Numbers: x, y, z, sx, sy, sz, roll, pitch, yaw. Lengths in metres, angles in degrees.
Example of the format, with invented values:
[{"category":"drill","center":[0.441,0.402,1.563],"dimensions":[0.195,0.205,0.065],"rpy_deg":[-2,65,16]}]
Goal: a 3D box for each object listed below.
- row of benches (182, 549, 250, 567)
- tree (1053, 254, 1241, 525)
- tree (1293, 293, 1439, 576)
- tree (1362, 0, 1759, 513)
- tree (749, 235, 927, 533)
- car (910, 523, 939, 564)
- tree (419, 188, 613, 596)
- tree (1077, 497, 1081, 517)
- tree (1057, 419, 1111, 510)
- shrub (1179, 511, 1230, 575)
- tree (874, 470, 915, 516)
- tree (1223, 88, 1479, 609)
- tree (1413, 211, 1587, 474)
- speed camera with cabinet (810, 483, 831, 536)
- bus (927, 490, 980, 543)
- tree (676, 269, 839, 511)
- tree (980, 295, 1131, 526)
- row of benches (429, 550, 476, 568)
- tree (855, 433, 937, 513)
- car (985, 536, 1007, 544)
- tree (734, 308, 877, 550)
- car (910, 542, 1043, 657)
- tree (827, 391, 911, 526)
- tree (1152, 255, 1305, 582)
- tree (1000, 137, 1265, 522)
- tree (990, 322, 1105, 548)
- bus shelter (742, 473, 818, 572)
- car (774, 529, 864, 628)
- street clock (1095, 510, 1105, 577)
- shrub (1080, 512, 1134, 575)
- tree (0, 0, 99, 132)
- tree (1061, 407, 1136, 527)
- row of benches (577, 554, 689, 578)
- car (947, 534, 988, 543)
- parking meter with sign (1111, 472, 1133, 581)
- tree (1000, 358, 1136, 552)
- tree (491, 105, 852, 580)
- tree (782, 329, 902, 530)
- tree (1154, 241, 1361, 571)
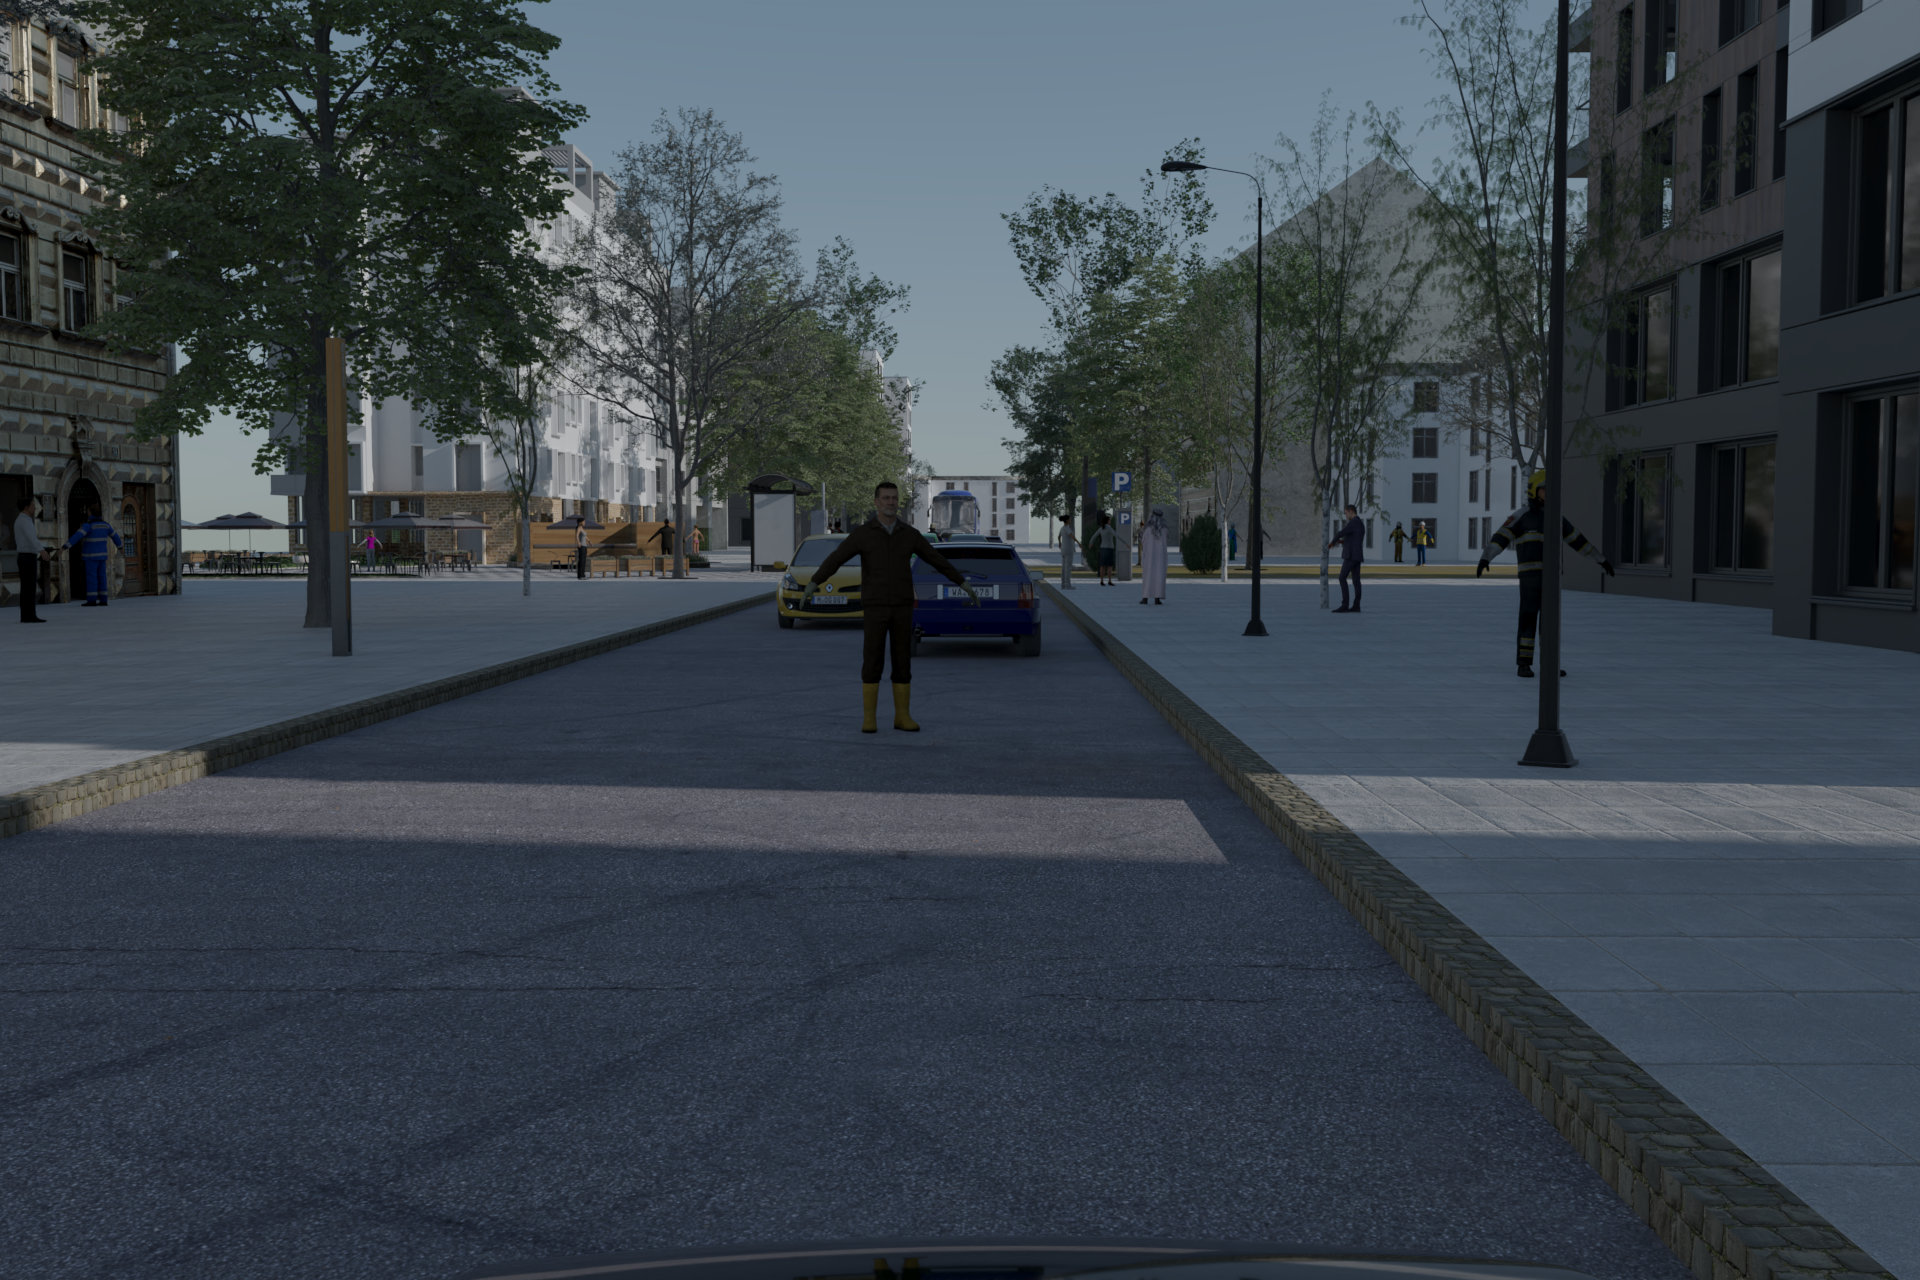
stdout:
[{"category":"row of benches","center":[-29.763,-3.275,69.004],"dimensions":[1.422,0.672,4.104],"rpy_deg":[1,4,11]},{"category":"tree","center":[7.640,-9.302,70.221],"dimensions":[7.486,12.596,7.792],"rpy_deg":[0,3,0]},{"category":"tree","center":[11.852,-6.308,53.497],"dimensions":[4.360,8.622,3.978],"rpy_deg":[0,3,0]},{"category":"tree","center":[6.567,-4.253,19.900],"dimensions":[4.360,8.622,3.978],"rpy_deg":[0,3,0]},{"category":"tree","center":[-8.472,-15.711,112.761],"dimensions":[12.611,20.169,13.585],"rpy_deg":[0,3,0]},{"category":"car","center":[-1.375,-2.772,54.123],"dimensions":[1.959,1.807,4.718],"rpy_deg":[0,4,1]},{"category":"tree","center":[-8.789,-5.228,35.844],"dimensions":[4.360,8.622,3.978],"rpy_deg":[0,3,0]},{"category":"tree","center":[19.091,-18.036,245.247],"dimensions":[4.360,8.622,3.978],"rpy_deg":[0,3,0]},{"category":"tree","center":[8.233,-9.809,110.733],"dimensions":[4.737,8.622,4.395],"rpy_deg":[0,3,0]},{"category":"shrub","center":[7.778,-3.106,55.196],"dimensions":[1.690,2.028,1.600],"rpy_deg":[0,3,0]},{"category":"tree","center":[-6.181,-12.041,147.235],"dimensions":[4.737,8.622,4.395],"rpy_deg":[0,3,0]},{"category":"tree","center":[6.054,-4.847,29.616],"dimensions":[4.360,8.622,3.978],"rpy_deg":[0,3,0]},{"category":"tree","center":[22.250,-9.440,64.721],"dimensions":[12.009,13.543,11.850],"rpy_deg":[0,3,0]},{"category":"speed camera with cabinet","center":[-5.413,-4.457,67.213],"dimensions":[0.660,3.252,2.038],"rpy_deg":[0,4,2]},{"category":"bus","center":[-0.199,-6.642,100.138],"dimensions":[2.896,3.916,12.251],"rpy_deg":[0,4,1]},{"category":"tree","center":[-8.737,-9.538,74.066],"dimensions":[7.486,12.596,7.792],"rpy_deg":[0,3,0]},{"category":"tree","center":[7.922,-17.345,139.477],"dimensions":[12.611,20.169,13.585],"rpy_deg":[0,3,0]},{"category":"row of benches","center":[-19.539,-3.131,66.649],"dimensions":[1.422,0.672,4.104],"rpy_deg":[0,4,1]},{"category":"tree","center":[-6.568,-13.543,155.842],"dimensions":[8.767,10.594,7.601],"rpy_deg":[-2,4,-25]},{"category":"car","center":[1.549,-4.849,91.865],"dimensions":[1.945,1.354,3.894],"rpy_deg":[0,3,0]},{"category":"tree","center":[-7.736,-10.269,86.017],"dimensions":[7.486,12.596,7.792],"rpy_deg":[0,3,0]},{"category":"car","center":[0.092,-0.551,21.591],"dimensions":[1.945,1.354,3.894],"rpy_deg":[0,3,0]},{"category":"tree","center":[-7.159,-12.992,130.540],"dimensions":[7.486,12.596,7.792],"rpy_deg":[0,3,0]},{"category":"tree","center":[7.086,-5.862,46.200],"dimensions":[4.360,8.622,3.978],"rpy_deg":[0,3,0]},{"category":"tree","center":[8.627,-13.882,82.863],"dimensions":[12.611,20.169,13.585],"rpy_deg":[0,3,0]},{"category":"tree","center":[9.351,-18.188,153.269],"dimensions":[12.611,20.169,13.585],"rpy_deg":[0,3,0]},{"category":"bus shelter","center":[-6.234,-4.080,60.630],"dimensions":[2.014,3.302,5.546],"rpy_deg":[0,4,1]},{"category":"car","center":[-1.887,-1.060,27.549],"dimensions":[2.015,1.641,3.980],"rpy_deg":[0,4,1]},{"category":"street clock","center":[4.212,-2.889,51.807],"dimensions":[0.358,2.002,0.471],"rpy_deg":[0,3,0]},{"category":"shrub","center":[4.566,-3.023,53.846],"dimensions":[1.690,2.028,1.600],"rpy_deg":[0,3,0]},{"category":"tree","center":[-8.984,-6.105,10.186],"dimensions":[12.009,13.543,11.850],"rpy_deg":[0,3,0]},{"category":"tree","center":[7.696,-9.083,98.871],"dimensions":[4.737,8.622,4.395],"rpy_deg":[0,3,0]},{"category":"row of benches","center":[-9.677,-2.225,51.835],"dimensions":[1.422,0.672,4.104],"rpy_deg":[3,4,36]},{"category":"car","center":[0.262,-3.076,62.085],"dimensions":[2.131,1.459,4.920],"rpy_deg":[0,4,0]},{"category":"parking meter with sign","center":[4.517,-3.160,47.927],"dimensions":[0.543,3.016,1.738],"rpy_deg":[0,4,1]},{"category":"tree","center":[7.795,-13.200,122.477],"dimensions":[9.857,13.997,8.962],"rpy_deg":[0,3,0]},{"category":"tree","center":[-7.893,-8.482,49.044],"dimensions":[12.009,13.543,11.850],"rpy_deg":[0,3,0]},{"category":"tree","center":[-6.894,-10.911,96.516],"dimensions":[7.486,12.596,7.792],"rpy_deg":[0,3,0]},{"category":"tree","center":[10.444,-8.266,60.900],"dimensions":[9.928,11.665,9.643],"rpy_deg":[0,3,0]}]
